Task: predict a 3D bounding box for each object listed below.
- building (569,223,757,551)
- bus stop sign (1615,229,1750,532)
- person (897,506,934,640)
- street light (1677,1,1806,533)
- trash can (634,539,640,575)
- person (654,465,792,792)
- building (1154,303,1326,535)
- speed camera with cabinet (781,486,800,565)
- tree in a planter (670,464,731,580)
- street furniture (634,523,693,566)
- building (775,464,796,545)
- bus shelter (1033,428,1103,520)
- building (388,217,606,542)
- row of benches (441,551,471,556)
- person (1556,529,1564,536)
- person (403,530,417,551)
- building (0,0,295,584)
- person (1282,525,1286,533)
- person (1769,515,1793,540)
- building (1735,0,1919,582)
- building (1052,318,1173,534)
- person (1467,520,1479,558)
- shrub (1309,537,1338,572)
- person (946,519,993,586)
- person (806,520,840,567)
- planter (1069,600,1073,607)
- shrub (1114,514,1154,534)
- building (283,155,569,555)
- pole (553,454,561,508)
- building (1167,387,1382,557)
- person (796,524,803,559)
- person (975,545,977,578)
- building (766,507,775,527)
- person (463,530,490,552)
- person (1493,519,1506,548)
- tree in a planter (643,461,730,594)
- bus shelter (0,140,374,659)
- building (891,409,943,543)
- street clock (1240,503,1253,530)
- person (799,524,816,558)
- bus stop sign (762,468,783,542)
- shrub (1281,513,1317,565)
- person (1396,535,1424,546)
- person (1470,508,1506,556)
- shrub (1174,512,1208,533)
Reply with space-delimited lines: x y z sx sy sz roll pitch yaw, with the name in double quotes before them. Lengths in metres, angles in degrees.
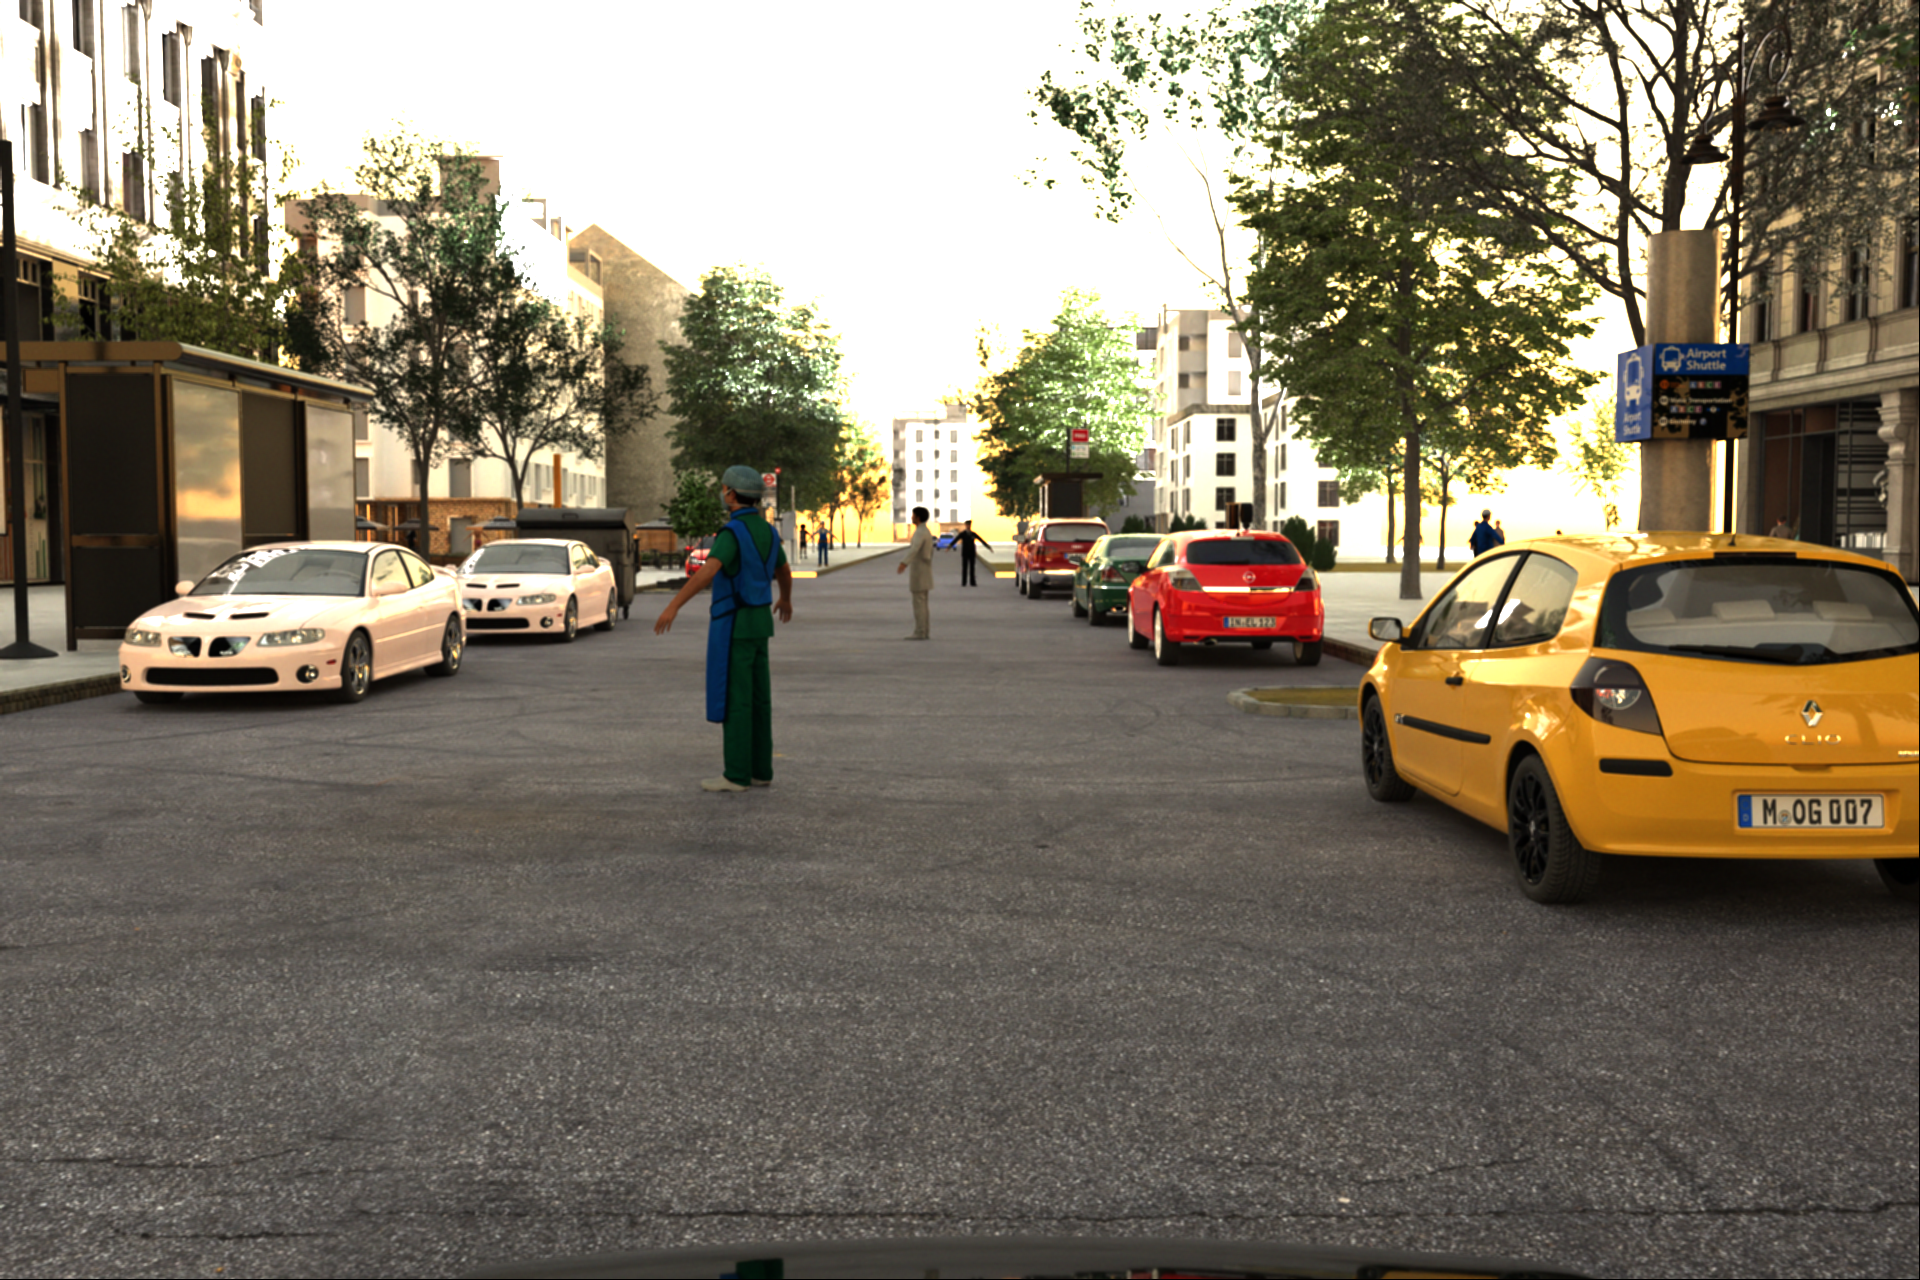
"building" -25.934 -18.400 131.776 19.493 23.208 18.063 0 4 -1
"bus stop sign" 6.363 -1.609 15.326 0.837 3.901 0.837 0 4 0
"person" -0.569 -0.917 23.631 0.705 1.806 1.347 1 4 14
"street light" 7.021 -2.627 15.738 0.468 5.910 1.993 0 4 -1
"trash can" -10.474 -2.642 54.854 0.748 1.137 0.748 0 3 0
"person" -1.250 -0.072 9.759 0.704 1.817 1.347 2 4 24
"building" 21.225 -17.499 142.520 16.016 20.090 11.380 0 4 -1
"speed camera with cabinet" -7.042 -4.743 71.891 0.660 3.252 2.038 0 4 1
"tree in a planter" -6.637 -2.887 44.432 1.991 3.239 1.994 0 3 0
"street furniture" -14.568 -3.980 71.931 11.010 1.723 9.812 1 4 14
"building" -26.052 -21.617 209.855 16.016 20.090 11.380 0 4 0
"bus shelter" 3.843 -5.239 63.286 2.179 5.291 8.768 0 4 0
"building" -29.044 -15.194 104.840 16.016 20.090 11.380 0 4 0
"row of benches" -16.659 -2.818 61.531 4.104 0.672 1.422 2 4 27
"person" 19.027 -2.776 54.661 0.421 1.427 0.697 -1 4 -15
"person" -24.475 -4.304 77.084 0.721 1.740 1.216 -3 5 -40
"building" -28.364 -16.246 45.218 16.754 29.471 25.880 0 4 -1
"person" 17.358 -5.247 91.913 0.705 1.813 1.348 -3 4 -38
"person" 20.771 -2.283 43.896 0.617 1.759 0.750 1 4 19
"building" 27.253 -12.198 49.400 10.553 20.879 40.483 0 4 0
"building" 23.317 -20.542 179.837 27.936 21.610 32.646 0 3 0
"person" 19.694 -3.665 66.142 0.704 1.802 1.346 3 4 36
"shrub" 12.408 -2.937 59.130 1.383 1.207 1.383 0 3 0
"person" 0.246 -2.401 47.656 1.347 1.837 0.705 -1 4 -12
"person" -5.408 -3.827 68.432 1.347 1.847 0.705 0 4 -7
"planter" 3.188 -0.823 34.601 1.991 0.319 1.994 0 4 -1
"shrub" 6.566 -3.772 65.714 1.661 2.075 1.752 0 3 0
"building" -27.655 -14.158 87.903 16.016 20.090 11.380 0 4 -1
"pole" -10.263 -3.081 44.212 0.158 3.312 0.155 0 3 0
"building" 19.505 -10.377 111.811 9.099 9.664 28.070 0 4 0
"person" -8.296 -4.997 87.970 0.705 1.796 1.348 -1 4 -22
"person" 0.487 -2.738 56.484 0.599 1.433 0.991 0 4 -3
"building" -30.161 -21.797 187.315 19.493 23.208 18.063 0 4 -1
"person" -21.301 -4.256 76.396 1.217 1.733 0.721 -2 4 -35
"person" 17.458 -3.051 56.473 0.990 1.755 0.434 -2 4 -35
"tree in a planter" -6.568 -2.748 42.156 1.991 3.239 1.994 0 4 0
"bus shelter" -9.472 -2.611 20.318 2.179 5.291 8.768 0 4 1
"building" -9.630 -24.127 253.358 11.380 20.090 16.016 -1 4 -9
"street clock" 6.669 -2.190 40.371 0.358 2.002 0.471 0 4 -1
"person" -8.261 -5.210 91.323 1.345 1.843 0.704 1 4 10
"bus stop sign" -7.518 -4.942 69.510 0.855 3.939 0.416 0 4 1
"shrub" 12.127 -3.563 62.678 1.690 2.028 1.600 0 3 0
"person" 14.443 -2.984 55.547 0.721 1.744 1.215 -2 4 -29
"person" 11.499 -1.954 37.820 0.705 1.842 1.347 -1 4 -19
"shrub" 7.946 -3.362 59.395 1.690 2.028 1.600 0 3 0
